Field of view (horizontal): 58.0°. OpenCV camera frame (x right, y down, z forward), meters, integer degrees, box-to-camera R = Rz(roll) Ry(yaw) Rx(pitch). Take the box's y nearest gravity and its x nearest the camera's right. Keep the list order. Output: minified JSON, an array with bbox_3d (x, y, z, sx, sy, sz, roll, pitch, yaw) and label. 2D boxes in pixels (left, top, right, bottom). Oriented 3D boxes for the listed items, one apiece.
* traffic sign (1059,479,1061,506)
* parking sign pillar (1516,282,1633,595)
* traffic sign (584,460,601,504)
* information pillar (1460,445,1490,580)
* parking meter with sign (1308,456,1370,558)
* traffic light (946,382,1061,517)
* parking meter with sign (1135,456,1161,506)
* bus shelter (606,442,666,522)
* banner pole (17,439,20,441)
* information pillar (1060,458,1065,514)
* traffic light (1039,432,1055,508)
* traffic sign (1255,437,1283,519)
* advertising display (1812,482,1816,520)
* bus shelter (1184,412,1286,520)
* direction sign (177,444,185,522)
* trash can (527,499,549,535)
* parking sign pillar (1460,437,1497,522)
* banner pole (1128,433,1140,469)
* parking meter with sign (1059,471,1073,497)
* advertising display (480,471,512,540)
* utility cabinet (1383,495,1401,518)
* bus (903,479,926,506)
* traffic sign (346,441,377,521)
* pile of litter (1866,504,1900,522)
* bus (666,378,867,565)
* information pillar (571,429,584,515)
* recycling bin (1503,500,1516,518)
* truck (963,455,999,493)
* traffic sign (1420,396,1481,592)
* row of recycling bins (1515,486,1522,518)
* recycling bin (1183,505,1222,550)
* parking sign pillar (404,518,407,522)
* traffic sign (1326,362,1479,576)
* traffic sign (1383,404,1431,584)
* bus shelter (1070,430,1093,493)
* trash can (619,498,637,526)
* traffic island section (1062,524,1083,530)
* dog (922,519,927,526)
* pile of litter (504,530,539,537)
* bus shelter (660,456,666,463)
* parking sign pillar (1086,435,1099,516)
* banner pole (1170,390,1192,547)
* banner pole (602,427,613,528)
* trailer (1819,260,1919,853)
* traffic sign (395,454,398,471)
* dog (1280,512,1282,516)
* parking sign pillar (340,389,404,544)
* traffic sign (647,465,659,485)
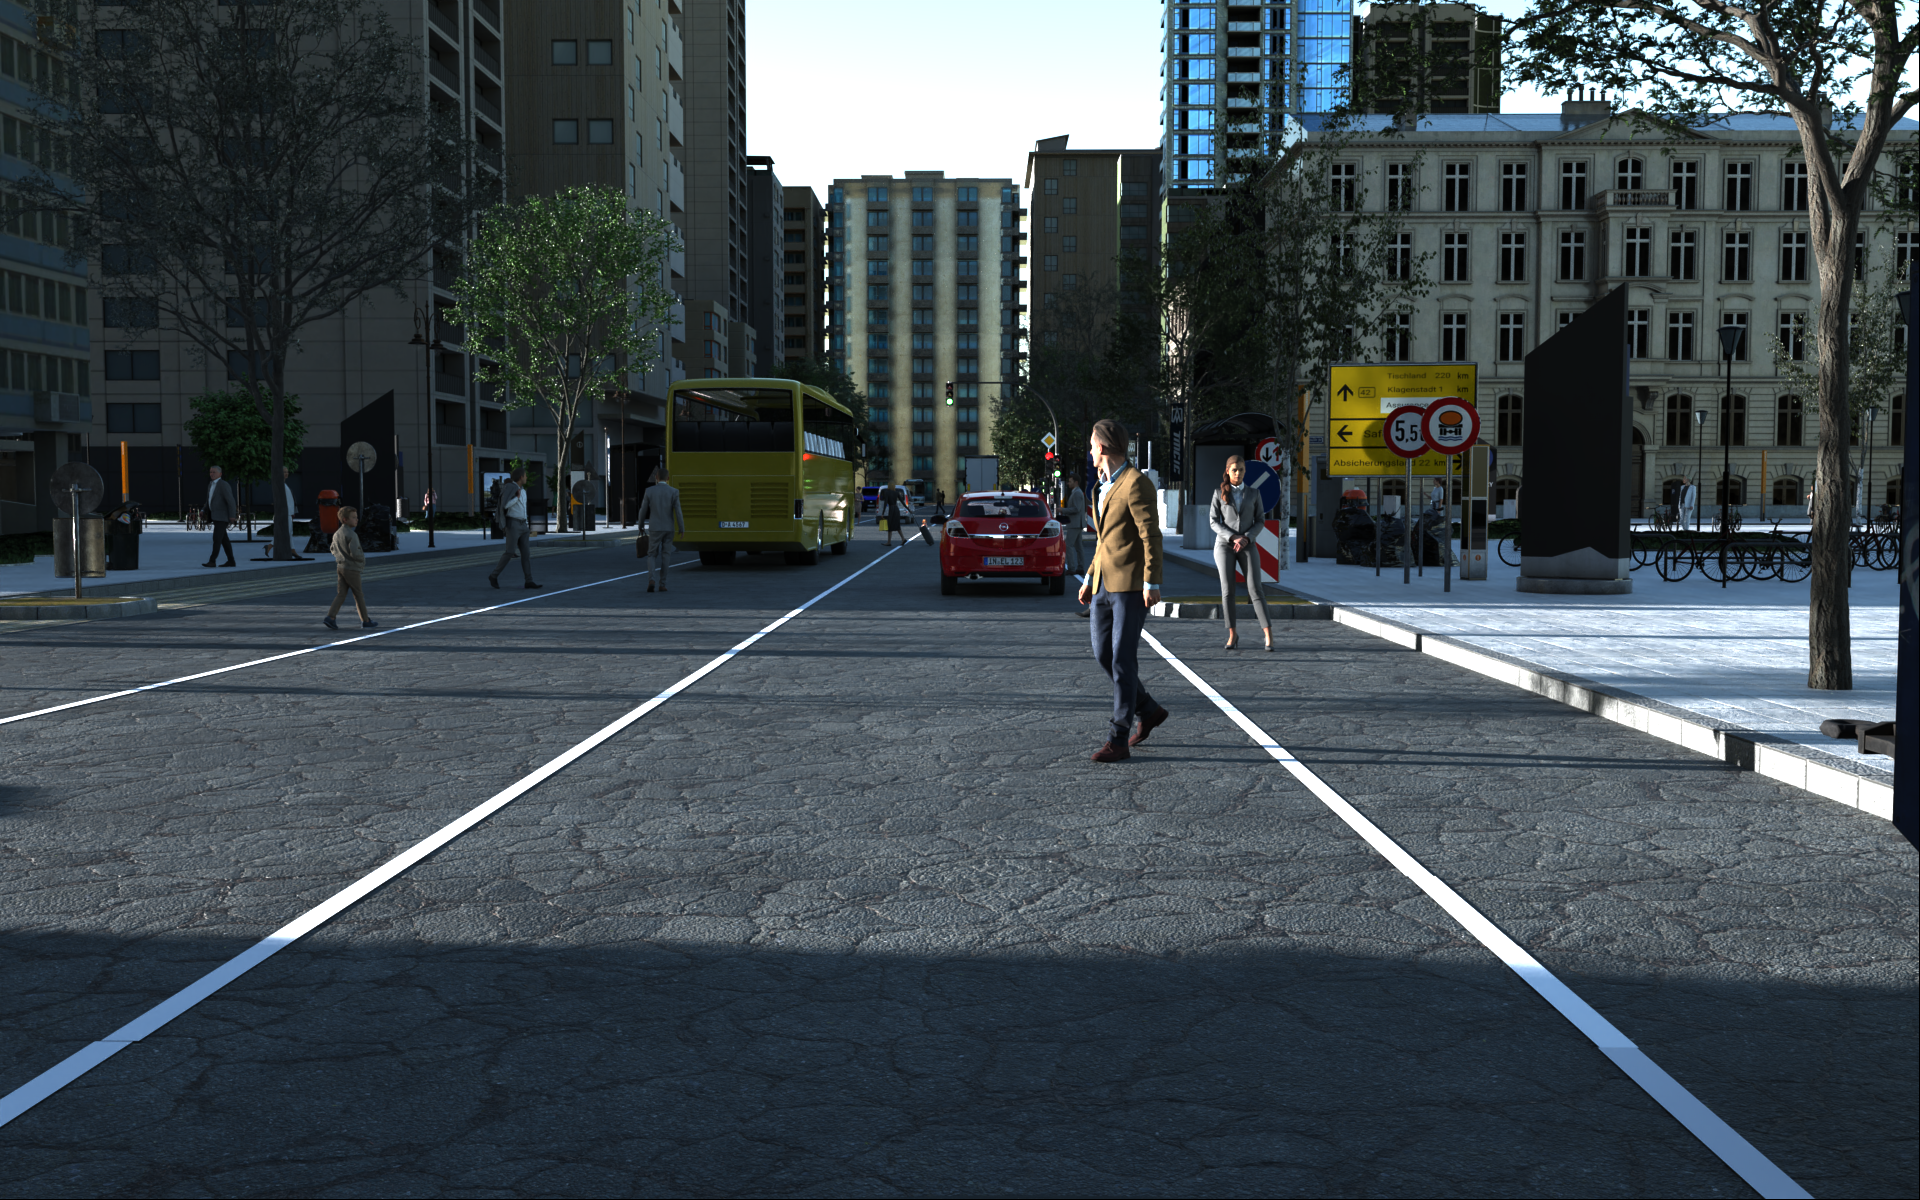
[{"bbox_3d":[6.593,-6.796,113.239,0.606,2.300,0.079,1,4,9],"label":"traffic sign"},{"bbox_3d":[8.070,-2.090,22.649,1.447,3.967,1.447,3,5,40],"label":"parking sign pillar"},{"bbox_3d":[-14.158,-4.045,66.139,0.884,2.594,0.081,0,4,5],"label":"traffic sign"},{"bbox_3d":[7.673,-1.305,25.831,0.304,2.012,0.304,-1,4,-10],"label":"information pillar"},{"bbox_3d":[7.545,-2.356,34.774,0.543,3.016,1.738,-3,4,-38],"label":"parking meter with sign"},{"bbox_3d":[1.806,-5.834,70.055,4.771,5.953,1.251,0,4,1],"label":"traffic light"},{"bbox_3d":[8.813,-5.084,79.379,1.738,3.016,0.543,1,4,21],"label":"parking meter with sign"},{"bbox_3d":[-15.113,-5.504,81.266,1.731,3.624,6.357,0,4,1],"label":"bus shelter"},{"bbox_3d":[-42.565,-5.423,78.679,0.401,3.779,0.863,0,4,3],"label":"banner pole"},{"bbox_3d":[6.673,-7.362,111.728,0.183,3.616,0.504,3,4,36],"label":"information pillar"},{"bbox_3d":[4.005,-5.458,78.153,0.839,4.253,0.868,0,4,1],"label":"traffic light"},{"bbox_3d":[6.979,-2.365,38.778,0.768,2.556,0.104,0,4,6],"label":"traffic sign"},{"bbox_3d":[34.027,-3.865,68.399,0.974,1.923,0.123,-2,4,-25],"label":"advertising display"},{"bbox_3d":[7.199,-3.146,45.363,2.014,3.302,5.546,0,4,1],"label":"bus shelter"},{"bbox_3d":[-35.525,-5.314,78.873,0.379,3.537,0.876,-1,4,-14],"label":"direction sign"},{"bbox_3d":[-13.338,-2.635,54.734,0.748,1.137,0.748,0,3,0],"label":"trash can"},{"bbox_3d":[20.962,-4.977,69.842,1.447,3.967,1.447,1,4,16],"label":"parking sign pillar"},{"bbox_3d":[7.091,-4.925,70.541,0.863,3.779,0.401,-3,5,-40],"label":"banner pole"},{"bbox_3d":[7.912,-8.275,131.553,0.543,3.016,1.738,-3,4,-38],"label":"parking meter with sign"},{"bbox_3d":[-13.138,-2.685,49.116,0.123,1.923,0.974,3,5,40],"label":"advertising display"},{"bbox_3d":[20.025,-4.229,80.301,0.306,1.237,1.020,-1,4,-19],"label":"utility cabinet"},{"bbox_3d":[-5.585,-13.214,210.910,2.948,3.499,13.247,0,4,-1],"label":"bus"},{"bbox_3d":[-14.463,-2.553,41.842,0.768,2.556,0.104,0,4,7],"label":"traffic sign"},{"bbox_3d":[42.750,-4.033,79.902,1.176,0.858,1.719,-3,5,-42],"label":"pile of litter"},{"bbox_3d":[-3.967,-2.824,37.715,2.896,3.916,12.252,0,4,2],"label":"bus"},{"bbox_3d":[-13.813,-4.361,62.655,0.504,3.616,0.183,-1,4,-9],"label":"information pillar"},{"bbox_3d":[25.577,-4.118,79.891,0.722,1.027,0.722,-2,4,-33],"label":"recycling bin"},{"bbox_3d":[1.617,-8.665,130.584,2.839,4.237,11.283,0,4,0],"label":"truck"},{"bbox_3d":[6.391,-1.378,22.641,0.768,2.556,0.104,0,4,8],"label":"traffic sign"},{"bbox_3d":[24.277,-3.853,70.102,3.534,1.692,1.069,0,4,-1],"label":"row of recycling bins"},{"bbox_3d":[5.654,-1.696,40.280,0.722,1.027,0.722,-1,4,-17],"label":"recycling bin"},{"bbox_3d":[-26.047,-5.542,79.077,1.447,3.967,1.447,2,4,25],"label":"parking sign pillar"},{"bbox_3d":[6.851,-2.021,26.910,2.265,3.308,0.079,1,4,9],"label":"traffic sign"},{"bbox_3d":[6.405,-1.507,24.748,0.768,2.556,0.104,0,4,3],"label":"traffic sign"},{"bbox_3d":[7.925,-7.886,106.573,2.179,5.291,8.768,0,4,1],"label":"bus shelter"},{"bbox_3d":[-13.231,-3.510,69.049,0.748,1.137,0.748,0,3,0],"label":"trash can"},{"bbox_3d":[3.939,-2.936,70.282,2.009,0.180,2.903,0,4,1],"label":"traffic island section"},{"bbox_3d":[-1.315,-2.745,64.166,0.406,0.507,0.540,-3,5,-45],"label":"dog"},{"bbox_3d":[-13.270,-2.337,52.179,1.176,0.858,1.719,0,4,-1],"label":"pile of litter"},{"bbox_3d":[-13.062,-5.519,84.164,2.014,3.302,5.546,0,4,1],"label":"bus shelter"},{"bbox_3d":[6.367,-5.492,78.272,1.447,3.967,1.447,1,4,16],"label":"parking sign pillar"},{"bbox_3d":[5.344,-3.166,41.784,0.401,3.779,0.863,-3,4,-39],"label":"banner pole"},{"bbox_3d":[-13.146,-4.569,64.719,0.401,3.779,0.863,-1,4,-21],"label":"banner pole"},{"bbox_3d":[2.816,0.212,3.585,1.471,1.999,3.904,0,4,0],"label":"trailer"},{"bbox_3d":[-16.014,-2.944,48.246,0.768,2.556,0.104,0,4,7],"label":"traffic sign"},{"bbox_3d":[16.627,-4.385,89.435,0.550,0.427,0.748,2,4,26],"label":"dog"},{"bbox_3d":[-15.135,-3.413,44.278,1.447,3.967,1.447,-1,4,-23],"label":"parking sign pillar"},{"bbox_3d":[-13.682,-4.776,78.097,0.884,2.594,0.081,0,4,7],"label":"traffic sign"}]
